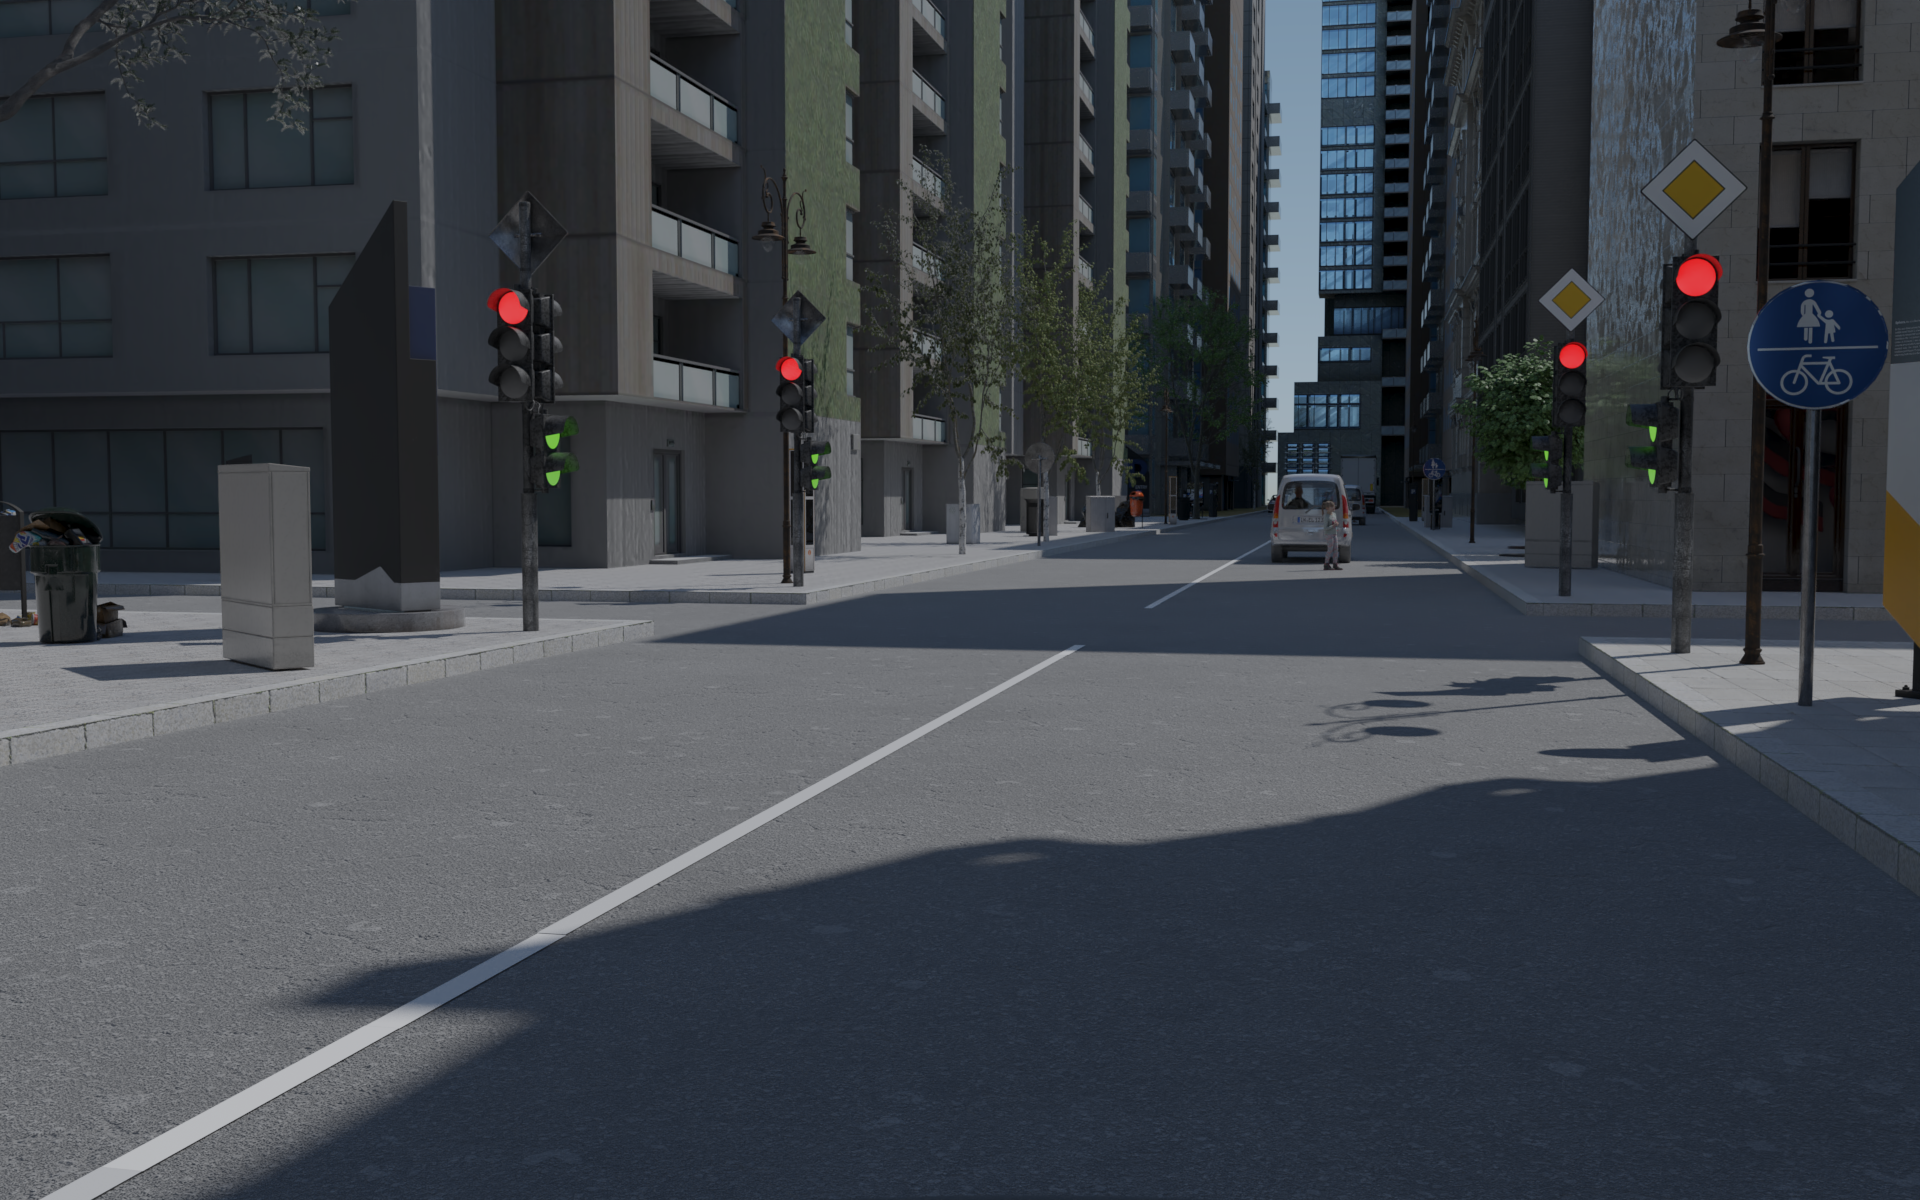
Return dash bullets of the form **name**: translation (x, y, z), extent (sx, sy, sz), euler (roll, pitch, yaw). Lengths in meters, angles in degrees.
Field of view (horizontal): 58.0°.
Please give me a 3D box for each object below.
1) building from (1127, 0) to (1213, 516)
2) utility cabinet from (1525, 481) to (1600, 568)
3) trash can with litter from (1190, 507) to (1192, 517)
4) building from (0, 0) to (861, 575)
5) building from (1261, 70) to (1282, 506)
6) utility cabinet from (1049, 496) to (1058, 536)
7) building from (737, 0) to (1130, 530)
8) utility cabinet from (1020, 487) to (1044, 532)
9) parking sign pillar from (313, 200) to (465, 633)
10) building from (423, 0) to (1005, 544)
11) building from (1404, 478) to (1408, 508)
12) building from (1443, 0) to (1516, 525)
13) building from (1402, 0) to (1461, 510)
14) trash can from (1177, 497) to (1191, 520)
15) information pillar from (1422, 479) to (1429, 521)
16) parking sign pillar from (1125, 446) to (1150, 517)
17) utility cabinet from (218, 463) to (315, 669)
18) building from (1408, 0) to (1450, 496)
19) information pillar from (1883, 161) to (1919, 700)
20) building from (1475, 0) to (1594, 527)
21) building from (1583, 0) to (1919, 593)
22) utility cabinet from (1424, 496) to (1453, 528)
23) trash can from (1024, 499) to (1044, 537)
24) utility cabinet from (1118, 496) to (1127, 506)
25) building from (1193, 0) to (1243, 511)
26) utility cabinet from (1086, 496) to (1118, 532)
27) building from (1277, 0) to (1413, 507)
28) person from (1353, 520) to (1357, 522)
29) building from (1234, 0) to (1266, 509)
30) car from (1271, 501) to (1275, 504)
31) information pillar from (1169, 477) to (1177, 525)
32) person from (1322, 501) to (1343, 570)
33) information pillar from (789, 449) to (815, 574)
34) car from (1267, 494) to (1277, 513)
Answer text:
- **building**: translation (4.744, -30.259, 114.337), extent (23.786, 49.044, 30.456), euler (1, 4, 13)
- **utility cabinet**: translation (10.383, -1.296, 29.871), extent (1.173, 1.500, 0.318), euler (3, 5, 40)
- **trash can with litter**: translation (12.890, -5.235, 96.973), extent (0.624, 1.170, 1.055), euler (-1, 4, -17)
- **building**: translation (-10.591, -21.346, 32.597), extent (14.154, 41.232, 14.086), euler (1, 4, 13)
- **building**: translation (20.351, -35.119, 193.800), extent (30.456, 49.044, 23.786), euler (1, 4, 13)
- **utility cabinet**: translation (2.875, -2.604, 53.730), extent (0.306, 1.237, 1.020), euler (0, 4, 1)
- **building**: translation (-0.464, -23.970, 75.512), extent (14.154, 41.232, 14.086), euler (1, 4, 13)
- **utility cabinet**: translation (2.395, -2.999, 57.705), extent (0.318, 1.500, 1.173), euler (-2, 4, -25)
- **parking sign pillar**: translation (-5.515, -1.718, 16.557), extent (1.447, 3.967, 1.447), euler (3, 5, 43)
- **building**: translation (-6.780, -22.676, 54.340), extent (14.154, 41.232, 14.086), euler (1, 4, 13)
- **building**: translation (48.238, -29.074, 158.956), extent (14.154, 41.232, 14.086), euler (1, 4, 13)
- **building**: translation (30.275, -17.988, 81.495), extent (14.401, 28.519, 23.554), euler (1, 4, 13)
- **building**: translation (44.834, -30.276, 145.127), extent (14.600, 45.320, 14.200), euler (1, 4, 13)
- **trash can**: translation (10.895, -4.444, 84.319), extent (0.748, 1.137, 0.748), euler (0, 3, 0)
- **information pillar**: translation (22.089, -4.755, 82.235), extent (0.304, 2.012, 0.304), euler (1, 4, 12)
- **parking sign pillar**: translation (9.885, -6.611, 96.570), extent (1.447, 3.967, 1.447), euler (-1, 4, -15)
- **utility cabinet**: translation (-5.194, -0.263, 12.971), extent (0.318, 1.500, 1.173), euler (-3, 5, -40)
- **building**: translation (44.510, -30.741, 122.227), extent (23.786, 49.044, 30.456), euler (1, 4, 13)
- **information pillar**: translation (6.042, -1.190, 10.818), extent (0.183, 3.616, 0.504), euler (-1, 4, -19)
- **building**: translation (25.334, -16.144, 57.455), extent (14.314, 27.812, 24.014), euler (1, 4, 13)
- **building**: translation (18.854, -10.435, 25.361), extent (16.860, 20.320, 10.420), euler (1, 4, 13)
- **utility cabinet**: translation (18.366, -3.384, 66.484), extent (1.020, 1.237, 0.306), euler (0, 4, -2)
- **trash can**: translation (2.308, -2.496, 52.469), extent (0.748, 1.137, 0.748), euler (0, 3, 0)
- **utility cabinet**: translation (6.600, -3.684, 71.389), extent (0.306, 1.237, 1.020), euler (-1, 4, -10)
- **building**: translation (14.582, -29.698, 135.679), extent (14.600, 45.320, 14.200), euler (1, 4, 13)
- **utility cabinet**: translation (4.751, -2.896, 58.513), extent (1.020, 1.237, 0.306), euler (-2, 4, -31)
- **building**: translation (50.689, -53.392, 185.623), extent (31.000, 86.520, 22.319), euler (1, 4, 13)
- **person**: translation (19.784, -4.840, 87.726), extent (0.635, 1.810, 0.391), euler (2, 4, 26)
- **building**: translation (17.488, -44.234, 161.472), extent (20.611, 71.187, 20.563), euler (1, 4, 13)
- **car**: translation (20.668, -5.914, 109.062), extent (2.083, 1.381, 4.827), euler (1, 4, 11)
- **information pillar**: translation (8.953, -4.182, 72.873), extent (0.304, 2.012, 0.304), euler (0, 4, -2)
- **person**: translation (7.007, -1.210, 32.564), extent (0.394, 1.301, 0.425), euler (2, 4, 27)
- **information pillar**: translation (-2.561, -1.440, 28.034), extent (0.304, 2.012, 0.304), euler (2, 4, 27)
- **car**: translation (24.675, -7.423, 133.375), extent (2.014, 1.417, 4.499), euler (1, 4, 13)
